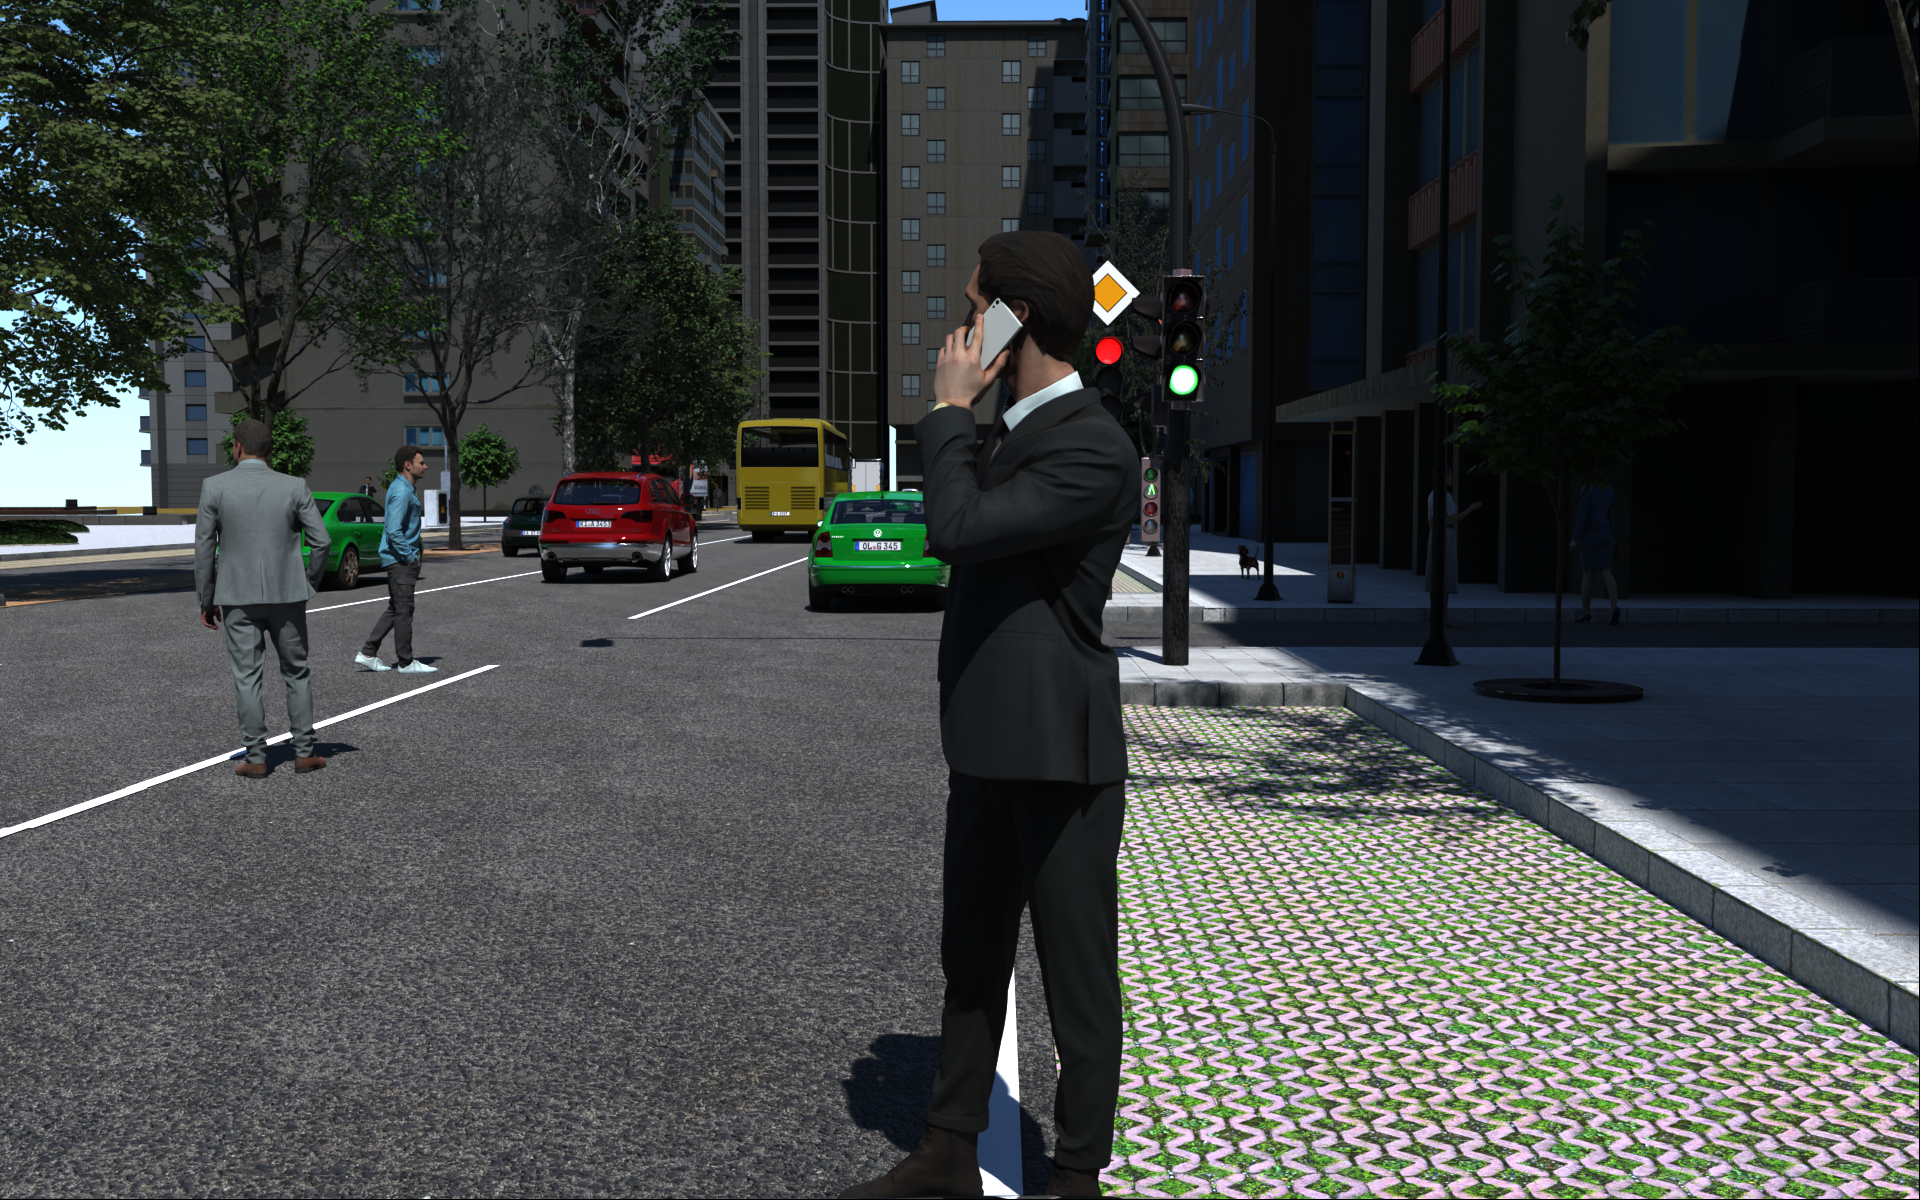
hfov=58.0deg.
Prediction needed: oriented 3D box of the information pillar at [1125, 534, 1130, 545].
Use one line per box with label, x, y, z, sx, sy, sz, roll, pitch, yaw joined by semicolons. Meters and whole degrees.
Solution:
information pillar;4.150;-2.407;43.841;0.304;2.012;0.304;1;4;10

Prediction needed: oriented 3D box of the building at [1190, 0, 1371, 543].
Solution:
building;14.628;-24.509;50.826;14.600;45.320;14.200;0;4;1

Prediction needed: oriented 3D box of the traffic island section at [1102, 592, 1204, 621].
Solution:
traffic island section;1.795;0.076;21.040;2.009;0.180;2.903;0;4;1

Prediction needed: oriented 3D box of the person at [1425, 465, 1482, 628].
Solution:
person;5.266;-0.583;18.599;0.524;1.755;0.480;-1;4;-15

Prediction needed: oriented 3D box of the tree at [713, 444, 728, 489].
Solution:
tree;-19.989;-11.410;136.923;4.737;8.622;4.395;0;3;0

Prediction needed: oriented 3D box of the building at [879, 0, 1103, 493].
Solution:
building;5.619;-37.018;194.485;27.495;52.752;28.713;0;4;1

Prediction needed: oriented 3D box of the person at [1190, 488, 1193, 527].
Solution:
person;8.838;-3.759;67.359;0.748;1.841;0.638;-2;4;-30

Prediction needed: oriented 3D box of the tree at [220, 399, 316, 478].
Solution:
tree;-23.622;-4.624;59.322;4.285;4.588;4.351;0;3;0

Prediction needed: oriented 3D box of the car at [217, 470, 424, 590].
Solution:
car;-9.903;-1.124;27.178;1.959;1.807;4.718;0;4;2

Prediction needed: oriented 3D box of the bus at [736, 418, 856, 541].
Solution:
bus;-5.150;-3.917;55.596;2.896;3.916;12.252;0;3;0

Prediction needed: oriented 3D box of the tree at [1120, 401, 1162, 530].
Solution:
tree;5.709;-4.789;62.011;4.285;4.588;4.351;0;3;0

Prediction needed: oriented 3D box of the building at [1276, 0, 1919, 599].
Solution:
building;20.599;-22.904;29.112;28.867;44.769;22.147;0;4;1

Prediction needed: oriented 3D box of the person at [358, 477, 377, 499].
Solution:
person;-21.536;-3.519;62.940;0.648;1.900;0.474;-3;5;-45

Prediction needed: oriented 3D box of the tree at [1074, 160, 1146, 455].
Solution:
tree;4.274;-5.384;38.384;4.360;8.622;3.978;0;3;0

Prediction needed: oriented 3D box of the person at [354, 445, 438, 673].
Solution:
person;-4.537;-0.328;13.883;0.620;1.820;0.660;-2;4;-24

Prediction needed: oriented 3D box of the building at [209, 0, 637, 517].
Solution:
building;-32.867;-29.553;106.900;21.300;48.544;21.600;0;4;1

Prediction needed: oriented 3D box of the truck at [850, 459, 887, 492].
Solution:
truck;-7.542;-9.426;143.029;2.839;4.237;11.283;0;4;-1

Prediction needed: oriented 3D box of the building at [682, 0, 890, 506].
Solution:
building;-18.643;-46.005;190.439;20.611;71.187;20.563;0;4;1

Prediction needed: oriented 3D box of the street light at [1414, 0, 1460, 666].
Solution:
street light;3.058;-2.468;12.901;1.470;5.913;1.316;0;4;1

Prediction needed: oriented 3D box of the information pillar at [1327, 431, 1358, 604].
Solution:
information pillar;4.494;-0.970;20.350;0.304;2.012;0.304;1;4;18

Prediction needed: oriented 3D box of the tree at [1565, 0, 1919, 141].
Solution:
tree;3.268;-3.383;5.680;4.360;8.622;3.978;0;3;0

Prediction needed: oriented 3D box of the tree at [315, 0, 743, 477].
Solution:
tree;-13.766;-12.095;56.100;12.611;20.169;13.585;0;3;0

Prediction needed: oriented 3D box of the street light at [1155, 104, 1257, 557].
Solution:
street light;3.192;-2.952;20.809;1.470;5.913;1.316;0;4;1

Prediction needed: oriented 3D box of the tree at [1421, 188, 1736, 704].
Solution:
tree;3.819;-1.012;11.145;1.663;3.219;1.824;0;3;0

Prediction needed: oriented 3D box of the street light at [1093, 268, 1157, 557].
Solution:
street light;3.450;-3.852;35.518;1.470;5.913;1.316;0;4;1

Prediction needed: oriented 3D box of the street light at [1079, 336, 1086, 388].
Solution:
street light;3.822;-4.777;50.650;1.470;5.913;1.316;0;4;1

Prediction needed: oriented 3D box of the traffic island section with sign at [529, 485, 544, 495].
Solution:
traffic island section with sign;-18.256;-4.013;74.247;1.989;1.847;2.006;0;4;1

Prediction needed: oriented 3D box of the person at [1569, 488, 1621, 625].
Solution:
person;6.992;-0.641;19.008;0.581;1.822;0.654;0;4;-7

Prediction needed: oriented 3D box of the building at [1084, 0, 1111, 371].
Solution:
building;19.953;-51.373;152.612;22.319;86.520;31.000;0;4;1

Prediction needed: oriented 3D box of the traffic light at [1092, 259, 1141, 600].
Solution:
traffic light;1.755;-1.958;20.926;0.839;4.253;0.868;0;4;1

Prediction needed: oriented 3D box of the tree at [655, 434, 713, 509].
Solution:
tree;-19.571;-10.002;113.902;4.737;8.622;4.395;0;3;0

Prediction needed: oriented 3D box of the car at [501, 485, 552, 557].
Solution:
car;-9.478;-1.902;40.879;2.009;1.686;4.222;0;4;3

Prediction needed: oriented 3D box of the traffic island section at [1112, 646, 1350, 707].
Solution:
traffic island section;1.636;0.564;13.056;2.009;0.180;2.903;0;4;1

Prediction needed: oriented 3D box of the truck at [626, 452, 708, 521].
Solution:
truck;-15.004;-6.151;89.483;2.839;4.237;11.283;0;4;-1

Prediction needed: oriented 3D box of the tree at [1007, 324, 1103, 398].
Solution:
tree;6.289;-11.370;104.026;7.486;12.596;7.792;0;3;0

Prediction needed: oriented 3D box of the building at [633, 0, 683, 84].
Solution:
building;-43.021;-39.799;192.720;28.212;58.520;21.231;0;4;1

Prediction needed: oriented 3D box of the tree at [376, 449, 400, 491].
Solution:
tree;-23.980;-4.877;74.332;1.663;3.219;1.824;0;3;0

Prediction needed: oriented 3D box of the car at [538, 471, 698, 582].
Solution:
car;-5.795;-1.293;29.815;2.281;1.827;5.304;0;4;-1

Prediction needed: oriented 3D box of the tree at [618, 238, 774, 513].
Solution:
tree;-12.108;-9.513;76.125;7.486;12.596;7.792;0;3;0

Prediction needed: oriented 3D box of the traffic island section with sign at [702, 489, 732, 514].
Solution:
traffic island section with sign;-17.292;-7.020;123.397;1.989;1.847;2.006;0;4;1

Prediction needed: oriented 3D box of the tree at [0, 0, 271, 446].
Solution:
tree;-13.386;-6.289;23.403;7.486;12.596;7.792;0;3;0

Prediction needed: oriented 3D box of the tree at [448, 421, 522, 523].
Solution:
tree;-21.499;-5.762;77.929;4.285;4.588;4.351;0;3;0

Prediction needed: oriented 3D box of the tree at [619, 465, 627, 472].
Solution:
tree;-20.115;-6.607;102.624;1.663;3.219;1.824;0;3;0

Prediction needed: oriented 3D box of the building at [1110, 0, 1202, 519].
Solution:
building;14.263;-19.161;84.991;14.160;30.474;14.107;0;4;1

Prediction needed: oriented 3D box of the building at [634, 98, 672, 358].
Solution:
building;-29.011;-21.624;125.260;14.160;30.474;14.107;0;4;1

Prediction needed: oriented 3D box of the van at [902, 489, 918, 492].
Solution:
van;-3.971;-8.054;138.700;2.013;2.044;4.112;0;4;0

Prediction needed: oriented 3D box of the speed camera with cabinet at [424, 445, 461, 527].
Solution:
speed camera with cabinet;-20.571;-4.560;68.889;0.660;3.252;2.038;1;4;11

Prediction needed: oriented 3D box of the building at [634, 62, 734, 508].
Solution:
building;-33.515;-28.330;155.077;23.993;40.220;32.217;0;4;1

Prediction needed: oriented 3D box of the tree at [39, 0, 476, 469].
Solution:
tree;-13.018;-6.361;32.216;9.928;11.665;9.643;0;3;0

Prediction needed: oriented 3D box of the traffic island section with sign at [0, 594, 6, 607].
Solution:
traffic island section with sign;-13.149;-0.787;20.997;2.006;1.907;1.989;0;4;1

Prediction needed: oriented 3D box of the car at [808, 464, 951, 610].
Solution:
car;-0.965;-0.856;22.790;1.959;1.807;4.718;0;4;0

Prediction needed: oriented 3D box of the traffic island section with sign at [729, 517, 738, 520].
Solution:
traffic island section with sign;-11.662;-5.381;96.121;2.006;1.907;1.989;0;4;1

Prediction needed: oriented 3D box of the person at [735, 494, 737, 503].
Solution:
person;-20.496;-9.312;159.075;0.721;1.735;1.217;-1;4;-14

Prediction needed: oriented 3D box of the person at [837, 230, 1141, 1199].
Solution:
person;0.069;0.283;3.231;0.474;1.900;0.648;-1;4;-22

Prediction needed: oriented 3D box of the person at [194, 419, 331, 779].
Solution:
person;-3.541;-0.013;8.810;0.635;1.810;0.391;-2;4;-33

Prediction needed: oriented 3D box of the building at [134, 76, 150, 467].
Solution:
building;-59.704;-37.832;160.559;28.212;58.520;21.231;0;4;1

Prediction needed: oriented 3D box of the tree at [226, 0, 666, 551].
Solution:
tree;-12.714;-7.974;43.203;12.009;13.543;11.850;0;3;0

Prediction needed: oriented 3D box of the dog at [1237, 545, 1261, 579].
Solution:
dog;4.355;-0.571;26.165;0.540;0.507;0.406;3;4;36

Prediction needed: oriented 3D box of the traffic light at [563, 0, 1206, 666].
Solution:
traffic light;-0.497;-2.335;12.843;4.771;5.953;1.251;0;4;1

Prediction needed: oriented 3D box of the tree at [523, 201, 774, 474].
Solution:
tree;-12.285;-9.054;67.491;9.611;12.733;9.660;0;3;0
